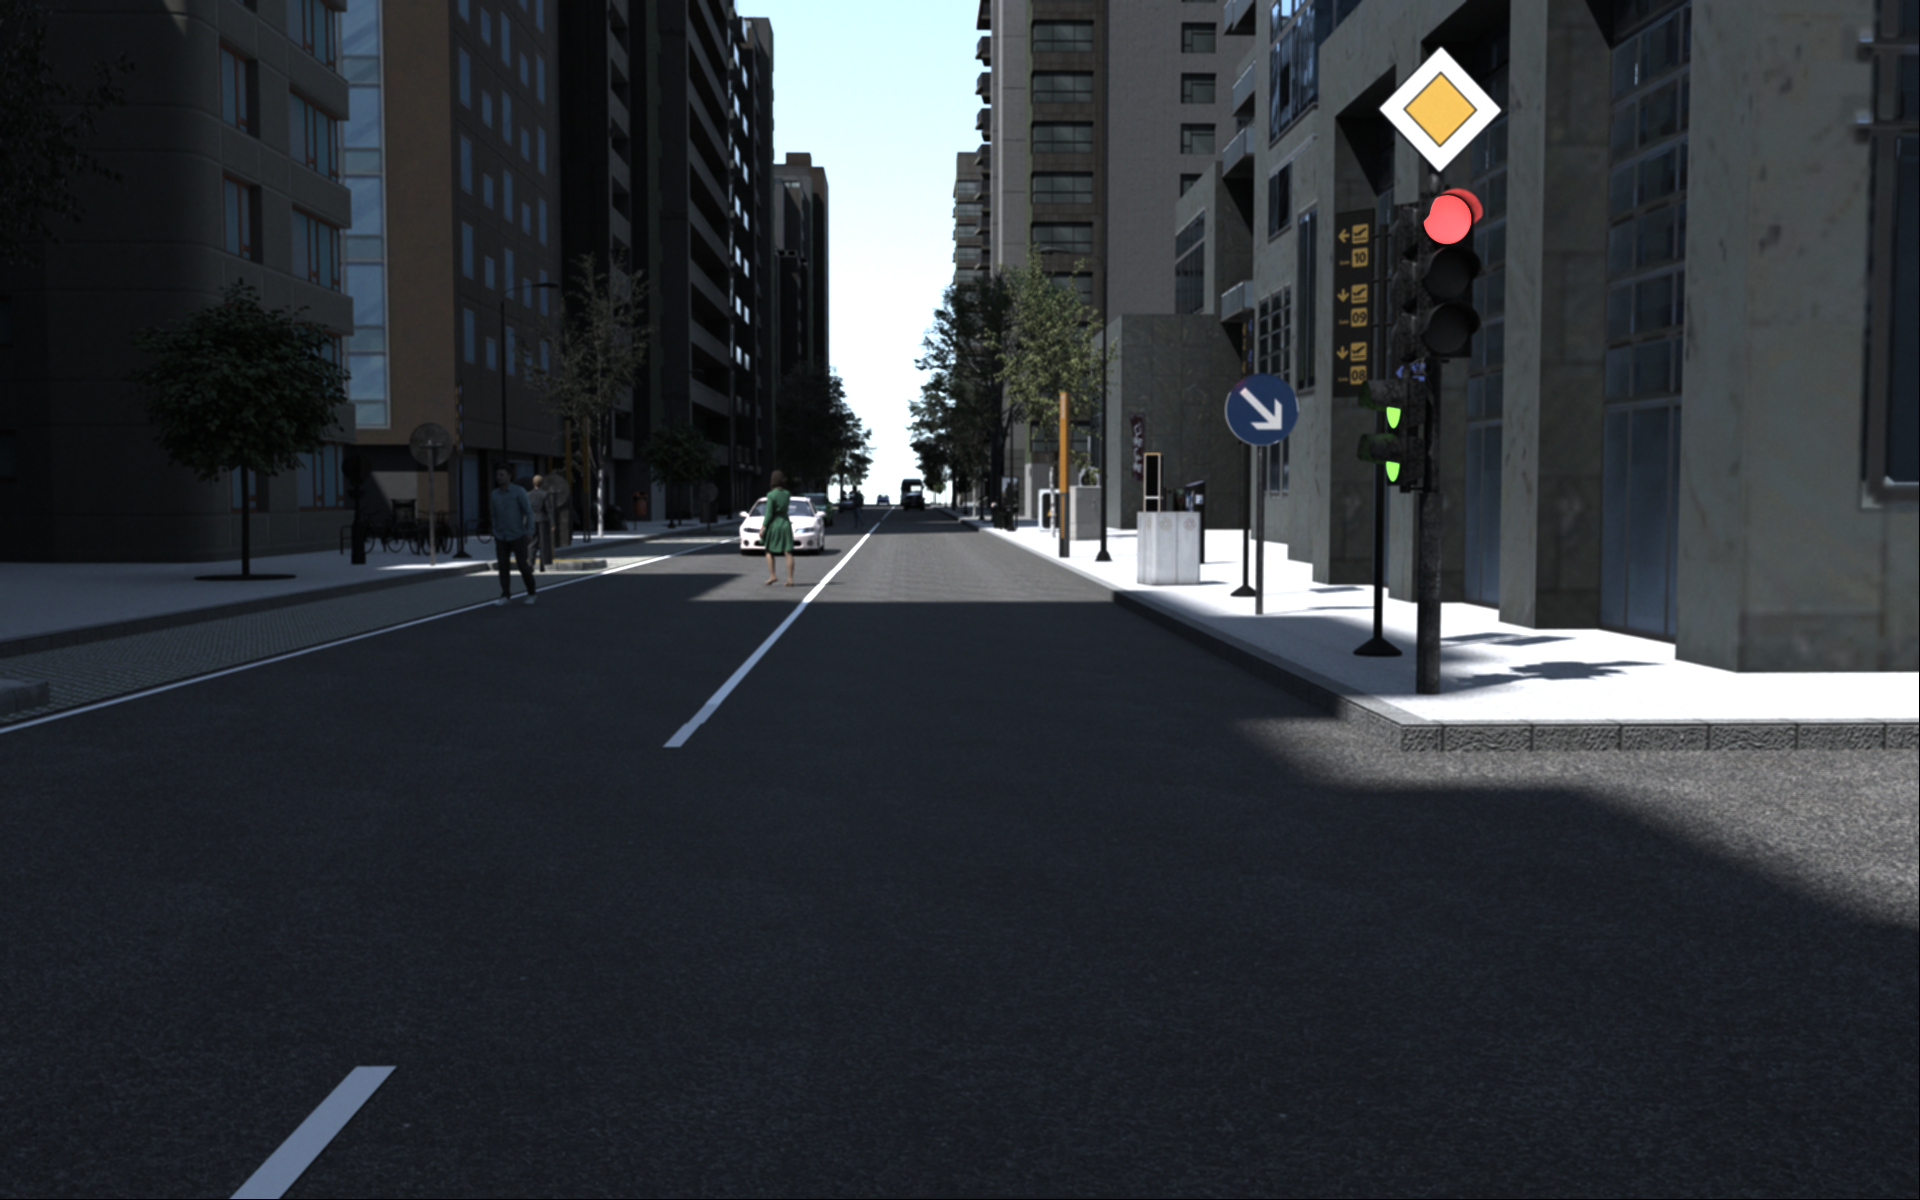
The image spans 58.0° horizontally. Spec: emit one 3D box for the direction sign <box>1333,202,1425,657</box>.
[{"bbox_3d":[3.337,-1.329,13.734,0.379,3.537,0.876,-3,5,-45],"label":"direction sign"}]

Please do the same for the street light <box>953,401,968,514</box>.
[{"bbox_3d":[0.547,-6.933,85.893,1.470,5.913,1.316,0,4,-2],"label":"street light"}]

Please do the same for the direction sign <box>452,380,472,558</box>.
[{"bbox_3d":[-10.013,-2.614,34.728,0.379,3.537,0.876,-1,4,-23],"label":"direction sign"}]

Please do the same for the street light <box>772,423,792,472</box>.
[{"bbox_3d":[-11.716,-8.627,113.587,1.470,5.913,1.316,0,4,-2],"label":"street light"}]

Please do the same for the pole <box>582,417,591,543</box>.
[{"bbox_3d":[-9.879,-3.177,45.784,0.158,3.312,0.155,0,3,0],"label":"pole"}]

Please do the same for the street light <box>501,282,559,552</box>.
[{"bbox_3d":[-9.479,-4.010,38.099,1.470,5.913,1.316,0,4,-2],"label":"street light"}]

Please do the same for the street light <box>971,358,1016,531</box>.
[{"bbox_3d":[1.232,-5.314,59.421,1.470,5.913,1.316,0,4,-2],"label":"street light"}]

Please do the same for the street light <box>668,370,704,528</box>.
[{"bbox_3d":[-10.282,-5.646,64.857,1.470,5.913,1.316,0,4,-2],"label":"street light"}]

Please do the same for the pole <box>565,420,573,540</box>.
[{"bbox_3d":[-10.806,-3.300,47.800,0.158,3.312,0.155,0,3,0],"label":"pole"}]

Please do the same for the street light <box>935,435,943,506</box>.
[{"bbox_3d":[-1.036,-9.974,135.617,1.470,5.913,1.316,0,4,-2],"label":"street light"}]

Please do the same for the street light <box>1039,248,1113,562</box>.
[{"bbox_3d":[2.196,-3.688,32.841,1.470,5.913,1.316,0,4,-2],"label":"street light"}]

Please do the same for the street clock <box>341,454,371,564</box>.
[{"bbox_3d":[-11.017,-1.657,31.664,0.358,2.002,0.471,3,5,43],"label":"street clock"}]

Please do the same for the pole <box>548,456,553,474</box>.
[{"bbox_3d":[-15.488,-4.382,65.497,0.158,3.312,0.155,0,3,0],"label":"pole"}]

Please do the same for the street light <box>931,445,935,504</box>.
[{"bbox_3d":[-1.867,-11.628,162.654,1.470,5.913,1.316,0,4,-2],"label":"street light"}]

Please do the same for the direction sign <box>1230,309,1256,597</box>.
[{"bbox_3d":[3.589,-1.815,21.666,0.379,3.537,0.876,0,4,1],"label":"direction sign"}]

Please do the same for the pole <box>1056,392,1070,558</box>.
[{"bbox_3d":[2.105,-2.509,34.860,0.158,3.312,0.155,0,3,0],"label":"pole"}]

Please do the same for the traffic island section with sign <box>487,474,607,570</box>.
[{"bbox_3d":[-7.862,-1.504,33.218,1.989,1.847,2.006,0,4,-2],"label":"traffic island section with sign"}]

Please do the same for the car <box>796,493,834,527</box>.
[{"bbox_3d":[-6.609,-4.168,76.939,1.959,1.807,4.718,0,4,0],"label":"car"}]

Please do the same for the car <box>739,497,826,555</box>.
[{"bbox_3d":[-4.272,-1.814,42.018,2.083,1.381,4.827,0,4,-2],"label":"car"}]

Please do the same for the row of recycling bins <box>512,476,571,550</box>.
[{"bbox_3d":[-10.021,-2.112,41.637,1.069,1.692,3.534,0,4,-2],"label":"row of recycling bins"}]

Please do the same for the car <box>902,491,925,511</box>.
[{"bbox_3d":[-4.021,-8.552,149.606,2.009,1.686,4.222,0,4,-2],"label":"car"}]

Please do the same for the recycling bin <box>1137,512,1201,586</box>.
[{"bbox_3d":[2.954,-0.734,24.550,0.722,1.027,0.722,-1,4,-13],"label":"recycling bin"}]

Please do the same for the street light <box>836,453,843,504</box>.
[{"bbox_3d":[-14.413,-13.733,197.073,1.470,5.913,1.316,0,4,-2],"label":"street light"}]

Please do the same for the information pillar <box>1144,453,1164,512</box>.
[{"bbox_3d":[3.494,-1.636,31.248,0.304,2.012,0.304,1,4,19],"label":"information pillar"}]

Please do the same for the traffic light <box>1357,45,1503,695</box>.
[{"bbox_3d":[2.991,-1.352,11.028,0.839,4.253,0.868,0,4,-2],"label":"traffic light"}]

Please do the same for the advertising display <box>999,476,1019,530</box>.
[{"bbox_3d":[1.763,-3.507,62.549,0.123,1.923,0.974,3,5,42],"label":"advertising display"}]

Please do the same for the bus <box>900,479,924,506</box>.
[{"bbox_3d":[-5.828,-13.218,210.971,2.948,3.499,13.247,0,4,-1],"label":"bus"}]

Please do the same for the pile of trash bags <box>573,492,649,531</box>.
[{"bbox_3d":[-12.396,-3.124,60.826,1.912,1.369,3.447,3,5,42],"label":"pile of trash bags"}]

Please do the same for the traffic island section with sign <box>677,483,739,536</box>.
[{"bbox_3d":[-8.712,-3.152,60.159,1.989,1.847,2.006,0,4,-2],"label":"traffic island section with sign"}]

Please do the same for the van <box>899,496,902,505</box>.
[{"bbox_3d":[-6.997,-13.444,226.821,2.013,2.044,4.112,0,4,-3],"label":"van"}]

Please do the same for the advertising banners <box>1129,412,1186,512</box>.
[{"bbox_3d":[4.359,-2.548,37.853,2.074,3.025,0.090,-3,5,-44],"label":"advertising banners"}]

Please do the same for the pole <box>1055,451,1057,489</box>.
[{"bbox_3d":[4.638,-5.446,82.884,0.158,3.312,0.155,0,3,0],"label":"pole"}]

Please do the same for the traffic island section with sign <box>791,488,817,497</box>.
[{"bbox_3d":[-10.255,-6.156,109.281,1.989,1.847,2.006,0,4,-2],"label":"traffic island section with sign"}]

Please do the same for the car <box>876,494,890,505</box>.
[{"bbox_3d":[-10.260,-13.578,231.592,1.945,1.707,3.694,0,4,-1],"label":"car"}]

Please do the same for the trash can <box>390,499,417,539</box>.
[{"bbox_3d":[-15.772,-2.292,49.126,0.748,1.137,0.748,0,3,0],"label":"trash can"}]

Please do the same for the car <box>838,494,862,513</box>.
[{"bbox_3d":[-8.466,-7.456,133.904,2.014,1.417,4.499,0,4,-2],"label":"car"}]

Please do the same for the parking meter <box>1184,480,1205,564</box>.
[{"bbox_3d":[4.311,-1.431,31.816,0.372,1.533,0.369,0,3,0],"label":"parking meter"}]

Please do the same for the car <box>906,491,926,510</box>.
[{"bbox_3d":[-3.963,-8.843,154.171,1.945,1.707,3.694,0,4,-2],"label":"car"}]

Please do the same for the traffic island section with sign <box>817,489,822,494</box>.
[{"bbox_3d":[-11.105,-7.816,136.421,1.989,1.847,2.006,0,4,-2],"label":"traffic island section with sign"}]

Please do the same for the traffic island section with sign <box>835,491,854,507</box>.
[{"bbox_3d":[-12.877,-11.278,193.030,1.989,1.847,2.006,0,4,-2],"label":"traffic island section with sign"}]

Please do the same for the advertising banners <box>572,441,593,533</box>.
[{"bbox_3d":[-12.875,-3.687,56.462,2.074,3.025,0.090,1,4,15],"label":"advertising banners"}]

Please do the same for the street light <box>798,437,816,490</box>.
[{"bbox_3d":[-12.530,-10.234,139.863,1.470,5.913,1.316,0,4,-2],"label":"street light"}]

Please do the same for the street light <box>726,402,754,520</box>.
[{"bbox_3d":[-11.057,-7.004,87.058,1.470,5.913,1.316,0,4,-2],"label":"street light"}]

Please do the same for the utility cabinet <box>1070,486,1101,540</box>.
[{"bbox_3d":[3.499,-2.383,47.637,1.173,1.500,0.318,-3,5,-43],"label":"utility cabinet"}]

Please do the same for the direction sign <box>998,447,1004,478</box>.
[{"bbox_3d":[1.956,-5.617,83.829,0.379,3.537,0.876,-1,4,-21],"label":"direction sign"}]

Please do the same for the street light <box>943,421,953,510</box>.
[{"bbox_3d":[-0.183,-8.375,109.471,1.470,5.913,1.316,0,4,-2],"label":"street light"}]
